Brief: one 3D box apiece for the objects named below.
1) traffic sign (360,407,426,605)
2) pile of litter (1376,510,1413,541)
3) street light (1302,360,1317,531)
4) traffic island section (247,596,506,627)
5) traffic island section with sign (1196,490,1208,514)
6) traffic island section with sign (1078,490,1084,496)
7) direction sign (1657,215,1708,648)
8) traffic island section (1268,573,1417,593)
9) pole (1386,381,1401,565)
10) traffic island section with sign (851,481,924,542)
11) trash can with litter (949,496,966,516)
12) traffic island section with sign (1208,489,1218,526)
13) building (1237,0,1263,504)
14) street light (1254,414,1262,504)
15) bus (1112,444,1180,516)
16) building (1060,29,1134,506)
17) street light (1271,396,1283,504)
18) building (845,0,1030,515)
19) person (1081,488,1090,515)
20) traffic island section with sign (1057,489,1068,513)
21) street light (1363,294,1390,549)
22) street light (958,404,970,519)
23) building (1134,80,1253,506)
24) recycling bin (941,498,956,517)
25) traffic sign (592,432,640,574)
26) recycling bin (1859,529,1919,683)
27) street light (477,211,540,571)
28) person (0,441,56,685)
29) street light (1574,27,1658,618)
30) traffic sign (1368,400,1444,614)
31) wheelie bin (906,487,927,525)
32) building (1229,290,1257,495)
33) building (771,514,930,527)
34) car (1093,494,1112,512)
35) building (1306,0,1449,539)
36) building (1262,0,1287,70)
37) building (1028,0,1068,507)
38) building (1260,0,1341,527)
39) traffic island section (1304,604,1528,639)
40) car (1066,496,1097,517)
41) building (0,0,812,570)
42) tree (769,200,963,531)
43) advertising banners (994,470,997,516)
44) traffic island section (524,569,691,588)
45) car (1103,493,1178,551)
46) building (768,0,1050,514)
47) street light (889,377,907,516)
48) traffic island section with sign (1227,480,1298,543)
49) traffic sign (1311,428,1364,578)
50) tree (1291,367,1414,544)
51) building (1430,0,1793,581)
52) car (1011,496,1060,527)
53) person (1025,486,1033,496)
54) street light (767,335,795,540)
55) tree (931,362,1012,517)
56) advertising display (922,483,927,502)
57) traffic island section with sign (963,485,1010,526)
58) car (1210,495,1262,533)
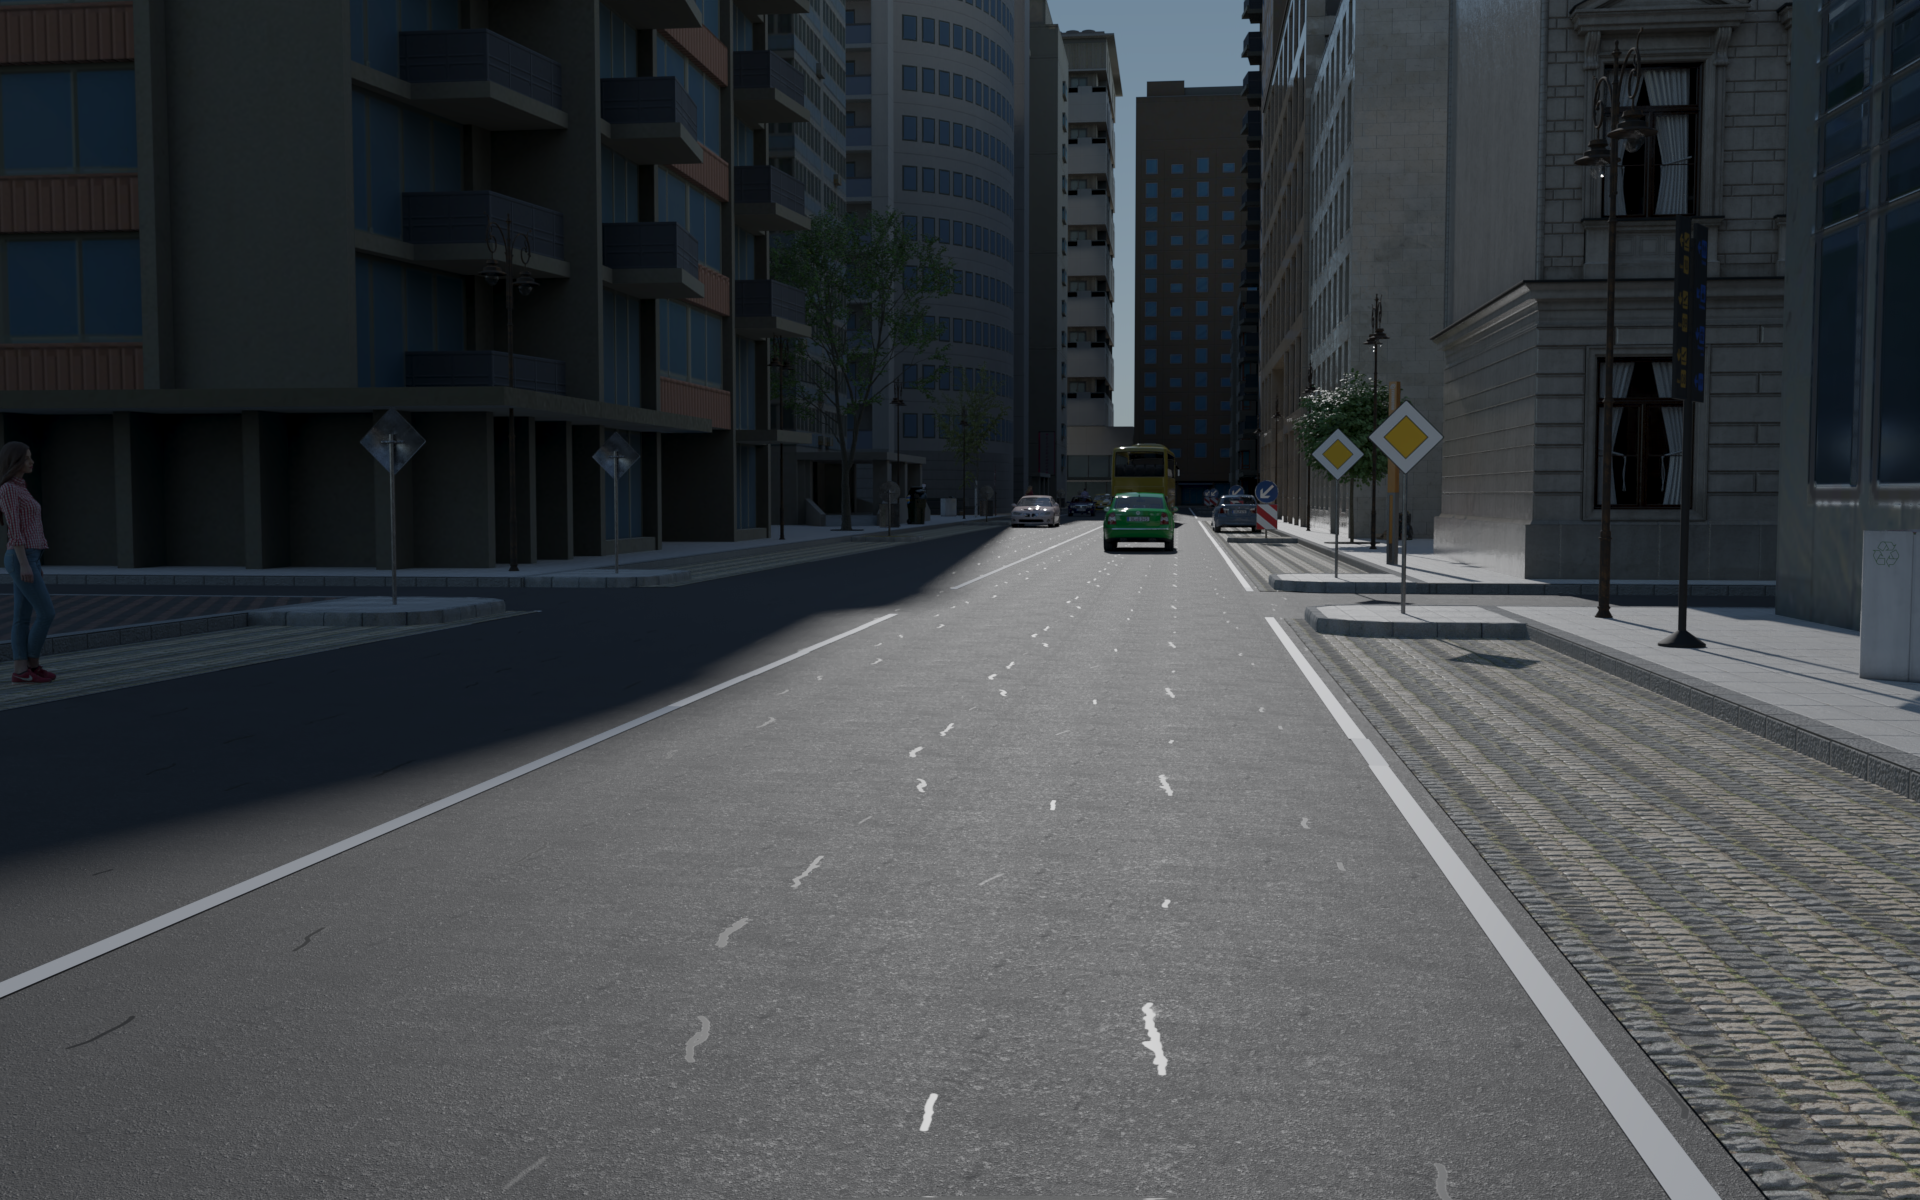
[{"bbox_3d":[-6.543,-1.000,19.992,0.795,2.450,0.064,0,4,7],"label":"traffic sign"},{"bbox_3d":[12.190,-2.118,48.599,1.176,0.858,1.719,2,4,32],"label":"pile of litter"},{"bbox_3d":[12.091,-5.330,59.936,0.468,5.910,1.993,0,4,7],"label":"street light"},{"bbox_3d":[-6.568,0.136,20.057,2.009,0.180,2.903,0,4,7],"label":"traffic island section"},{"bbox_3d":[18.557,-7.271,127.508,1.989,1.847,2.006,0,4,7],"label":"traffic island section with sign"},{"bbox_3d":[10.986,-9.027,156.216,1.989,1.847,2.006,0,4,7],"label":"traffic island section with sign"},{"bbox_3d":[6.081,-1.375,14.485,0.379,3.537,0.876,3,4,37],"label":"direction sign"},{"bbox_3d":[5.785,-0.261,26.544,2.009,0.180,2.903,0,4,7],"label":"traffic island section"},{"bbox_3d":[7.874,-2.301,31.459,0.158,3.312,0.155,0,3,0],"label":"pole"},{"bbox_3d":[-2.152,-2.674,52.348,1.989,1.847,2.006,0,4,7],"label":"traffic island section with sign"},{"bbox_3d":[-0.236,-5.586,102.710,1.055,1.170,0.624,-2,4,-27],"label":"trash can with litter"},{"bbox_3d":[12.273,-4.226,77.721,1.989,1.847,2.006,0,4,7],"label":"traffic island section with sign"},{"bbox_3d":[32.517,-29.126,130.829,22.147,44.769,28.867,0,4,7],"label":"building"},{"bbox_3d":[17.138,-7.756,99.597,0.468,5.910,1.993,0,4,7],"label":"street light"},{"bbox_3d":[9.051,-5.666,84.191,2.896,3.916,12.252,1,4,9],"label":"bus"},{"bbox_3d":[6.583,-37.346,199.851,27.495,52.752,28.713,0,4,7],"label":"building"},{"bbox_3d":[14.567,-6.543,79.773,0.468,5.910,1.993,0,4,7],"label":"street light"},{"bbox_3d":[-6.981,-35.169,117.017,21.231,58.520,28.212,0,4,7],"label":"building"},{"bbox_3d":[8.699,-6.849,120.344,0.709,1.838,0.599,1,4,9],"label":"person"},{"bbox_3d":[7.601,-7.391,129.473,1.989,1.847,2.006,0,4,7],"label":"traffic island section with sign"},{"bbox_3d":[9.609,-4.117,40.101,0.468,5.910,1.993,0,4,7],"label":"street light"},{"bbox_3d":[0.211,-7.114,89.098,0.468,5.910,1.993,0,4,7],"label":"street light"},{"bbox_3d":[26.547,-33.067,190.752,14.200,45.320,14.600,0,4,7],"label":"building"},{"bbox_3d":[-0.657,-5.315,99.447,0.722,1.027,0.722,-1,4,-23],"label":"recycling bin"},{"bbox_3d":[-5.542,-1.485,27.915,0.795,2.450,0.064,0,4,7],"label":"traffic sign"},{"bbox_3d":[6.746,0.036,11.972,0.722,1.027,0.722,-3,4,-38],"label":"recycling bin"},{"bbox_3d":[-7.425,-3.417,28.651,0.468,5.910,1.993,0,4,7],"label":"street light"},{"bbox_3d":[-6.989,-0.272,12.957,0.388,1.821,0.555,-2,4,-33],"label":"person"},{"bbox_3d":[6.684,-2.753,17.806,0.468,5.910,1.993,0,4,7],"label":"street light"},{"bbox_3d":[4.759,-0.912,18.548,0.795,2.450,0.064,0,4,7],"label":"traffic sign"},{"bbox_3d":[-1.806,-3.991,73.156,0.980,1.594,0.693,-3,5,-42],"label":"wheelie bin"},{"bbox_3d":[39.299,-19.248,159.742,27.650,21.520,28.899,0,4,7],"label":"building"},{"bbox_3d":[-18.274,-23.567,77.209,32.217,40.220,23.993,0,4,7],"label":"building"},{"bbox_3d":[11.259,-7.730,136.606,2.015,1.641,3.980,1,4,9],"label":"car"},{"bbox_3d":[17.399,-12.371,57.013,10.420,20.320,16.860,0,4,7],"label":"building"},{"bbox_3d":[26.416,-28.123,109.917,14.600,45.320,14.200,0,4,7],"label":"building"},{"bbox_3d":[-0.731,-33.301,168.172,21.600,48.544,21.300,0,4,7],"label":"building"},{"bbox_3d":[24.865,-16.977,82.089,19.350,26.468,34.151,0,4,7],"label":"building"},{"bbox_3d":[4.783,0.224,18.622,2.009,0.180,2.903,0,4,7],"label":"traffic island section"},{"bbox_3d":[7.858,-6.062,111.698,1.945,1.354,3.894,0,4,5],"label":"car"},{"bbox_3d":[-16.098,-23.702,42.153,22.147,44.769,28.867,0,4,7],"label":"building"},{"bbox_3d":[-3.876,-8.233,60.360,9.928,11.665,9.643,0,3,0],"label":"tree"},{"bbox_3d":[2.047,-6.348,99.982,0.090,3.025,2.074,0,4,3],"label":"advertising banners"},{"bbox_3d":[-5.566,-0.349,27.979,2.009,0.180,2.903,0,4,7],"label":"traffic island section"},{"bbox_3d":[4.673,-2.210,44.928,1.959,1.807,4.718,0,4,7],"label":"car"},{"bbox_3d":[-8.880,-27.710,144.944,32.217,40.220,23.993,0,4,7],"label":"building"},{"bbox_3d":[-2.438,-5.849,68.419,0.468,5.910,1.993,0,4,7],"label":"street light"},{"bbox_3d":[8.880,-2.590,50.980,1.989,1.847,2.006,0,4,7],"label":"traffic island section with sign"},{"bbox_3d":[5.760,-1.396,26.470,0.795,2.450,0.064,0,4,7],"label":"traffic sign"},{"bbox_3d":[10.258,-3.740,44.860,4.285,4.588,4.351,0,3,0],"label":"tree"},{"bbox_3d":[18.090,-10.056,29.035,19.286,19.102,10.561,0,4,7],"label":"building"},{"bbox_3d":[3.341,-3.886,75.903,2.083,1.381,4.827,0,4,8],"label":"car"},{"bbox_3d":[3.283,-4.486,81.814,0.573,1.828,0.580,-1,4,-21],"label":"person"},{"bbox_3d":[-4.999,-4.630,48.493,0.468,5.910,1.993,0,4,7],"label":"street light"},{"bbox_3d":[0.651,-8.855,95.137,4.737,8.622,4.395,0,3,0],"label":"tree"},{"bbox_3d":[-2.477,-5.988,103.120,0.974,1.923,0.123,0,4,-5],"label":"advertising display"},{"bbox_3d":[1.238,-4.310,79.090,1.989,1.847,2.006,0,4,7],"label":"traffic island section with sign"},{"bbox_3d":[10.442,-3.263,65.347,2.014,1.417,4.499,0,4,7],"label":"car"}]
